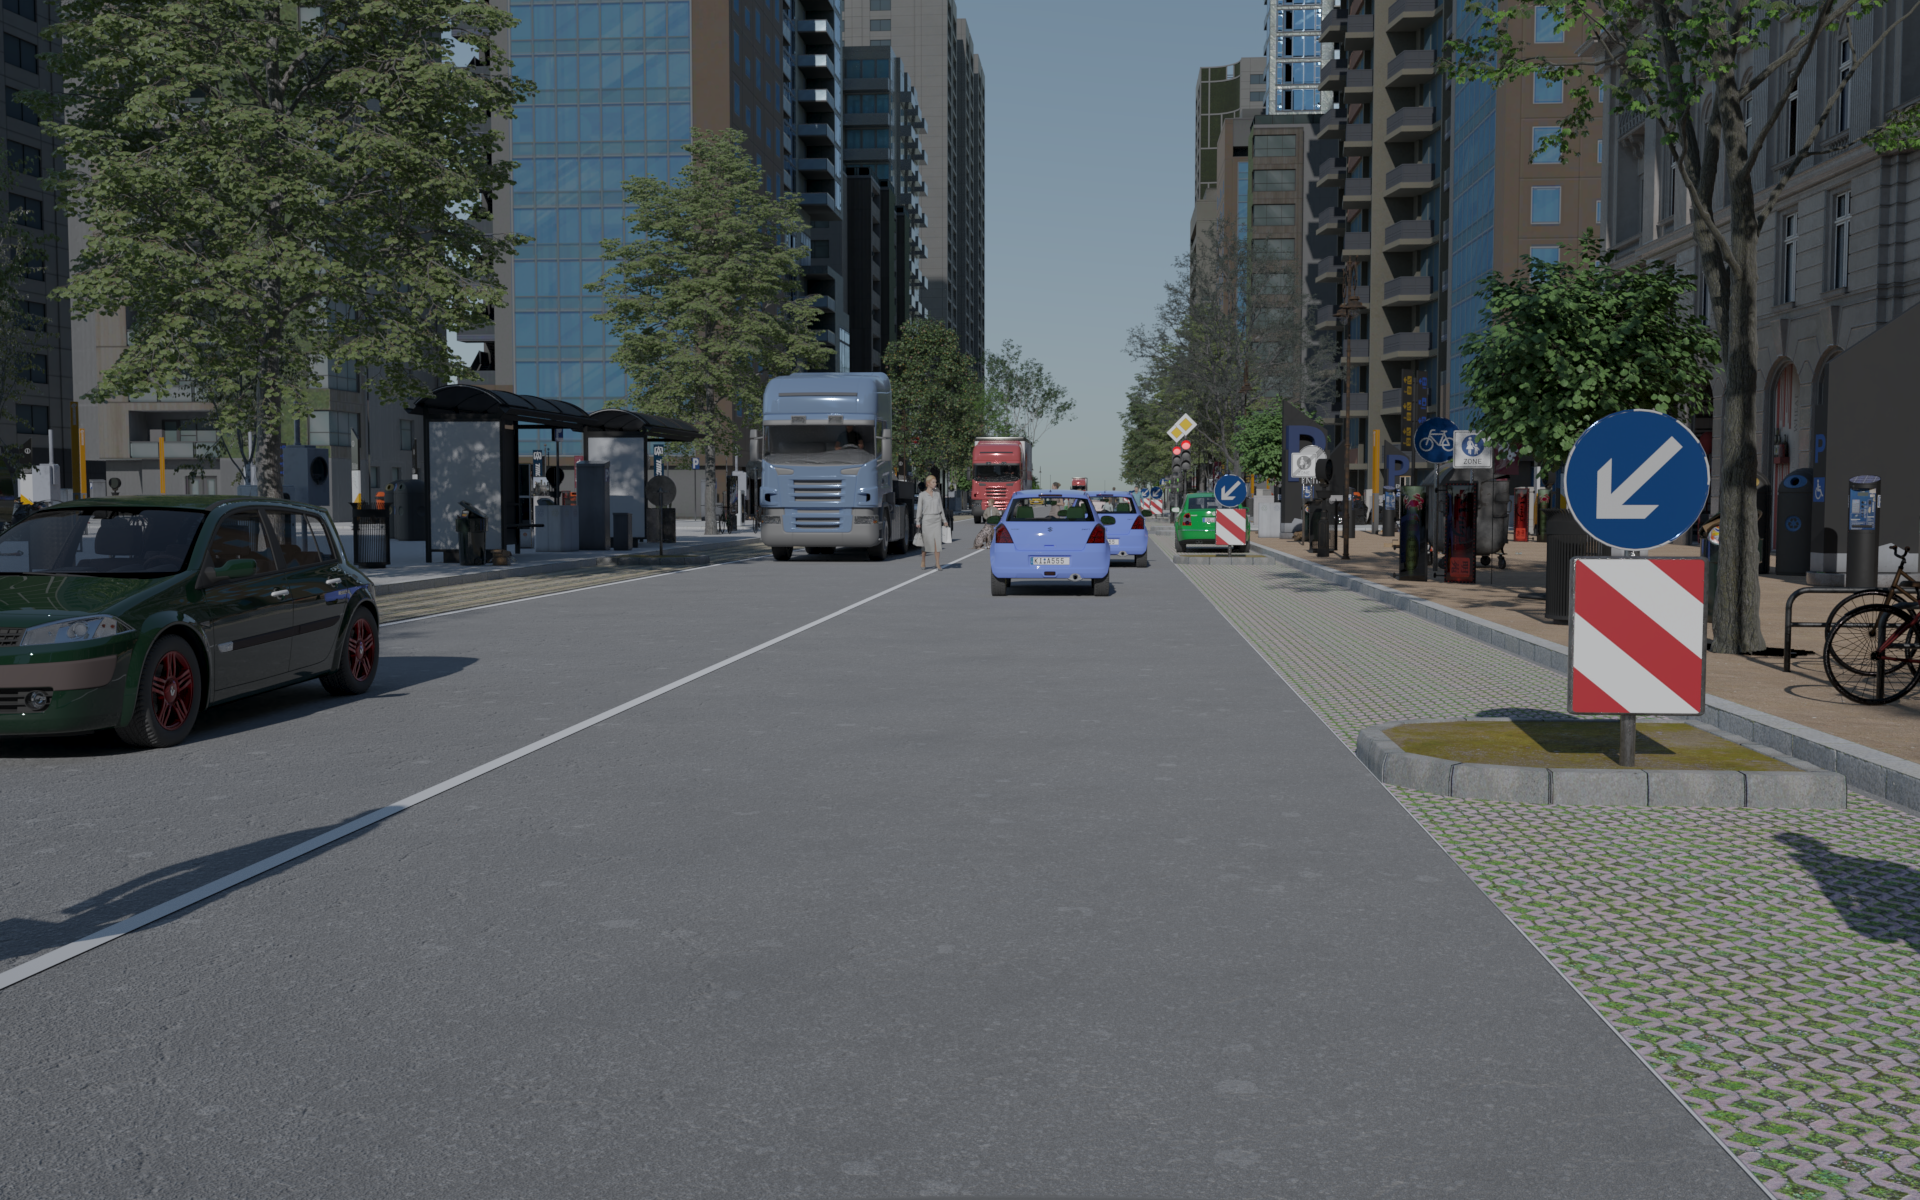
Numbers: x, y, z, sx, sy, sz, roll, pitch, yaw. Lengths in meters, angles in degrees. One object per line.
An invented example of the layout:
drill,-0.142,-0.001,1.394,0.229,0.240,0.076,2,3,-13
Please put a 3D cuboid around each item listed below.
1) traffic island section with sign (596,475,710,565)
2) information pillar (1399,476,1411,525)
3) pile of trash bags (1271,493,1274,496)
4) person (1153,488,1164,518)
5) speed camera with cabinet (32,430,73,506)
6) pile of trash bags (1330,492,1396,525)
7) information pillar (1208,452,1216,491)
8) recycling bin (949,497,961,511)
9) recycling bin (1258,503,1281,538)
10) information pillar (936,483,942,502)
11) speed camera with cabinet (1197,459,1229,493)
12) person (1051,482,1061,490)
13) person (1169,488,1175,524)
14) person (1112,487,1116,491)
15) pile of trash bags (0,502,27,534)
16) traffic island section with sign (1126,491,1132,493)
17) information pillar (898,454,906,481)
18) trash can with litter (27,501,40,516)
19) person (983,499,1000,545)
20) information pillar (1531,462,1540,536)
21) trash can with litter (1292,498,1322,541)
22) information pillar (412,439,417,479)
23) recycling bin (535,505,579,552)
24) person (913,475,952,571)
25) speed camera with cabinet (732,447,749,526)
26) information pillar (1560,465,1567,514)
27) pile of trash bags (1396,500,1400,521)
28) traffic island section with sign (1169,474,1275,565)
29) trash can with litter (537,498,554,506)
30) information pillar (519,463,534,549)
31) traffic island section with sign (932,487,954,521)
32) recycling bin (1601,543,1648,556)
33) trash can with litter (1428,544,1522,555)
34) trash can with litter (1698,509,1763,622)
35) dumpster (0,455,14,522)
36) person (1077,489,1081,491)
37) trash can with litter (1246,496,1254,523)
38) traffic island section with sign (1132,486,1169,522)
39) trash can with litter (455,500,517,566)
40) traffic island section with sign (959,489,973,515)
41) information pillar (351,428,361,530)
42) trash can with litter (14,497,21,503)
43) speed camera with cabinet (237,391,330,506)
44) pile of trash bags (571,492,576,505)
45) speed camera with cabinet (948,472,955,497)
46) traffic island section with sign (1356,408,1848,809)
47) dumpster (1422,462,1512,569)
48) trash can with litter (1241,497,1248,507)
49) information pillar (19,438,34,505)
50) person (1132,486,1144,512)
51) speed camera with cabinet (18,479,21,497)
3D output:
traffic island section with sign,-6.215,-1.643,35.496,1.989,1.847,2.006,0,4,5
information pillar,18.231,-4.066,70.977,0.304,2.012,0.304,-2,4,-30
pile of trash bags,17.378,-5.046,92.250,3.447,1.369,1.912,-3,5,-40
person,11.092,-5.380,96.639,0.728,1.800,0.709,-1,4,-18
speed camera with cabinet,-28.182,-3.651,54.035,0.660,3.252,2.038,0,4,-3
pile of trash bags,15.956,-3.797,71.840,3.447,1.369,1.912,-2,4,-24
information pillar,13.799,-6.343,95.061,0.504,3.616,0.183,-1,4,-22
recycling bin,-0.372,-7.073,128.204,0.722,1.027,0.722,3,4,38
recycling bin,9.192,-2.348,50.949,0.722,1.027,0.722,1,4,19
information pillar,-1.414,-6.859,116.644,0.304,2.012,0.304,3,5,44
speed camera with cabinet,13.205,-5.787,88.950,2.038,3.252,0.660,-1,4,-19
person,2.703,-2.528,50.172,0.374,1.781,0.599,-3,4,-36
person,10.303,-4.583,83.617,0.473,1.802,0.592,1,4,10
person,9.100,-5.795,103.028,0.659,1.850,0.755,2,4,33
pile of trash bags,-26.234,-2.308,47.484,1.912,1.369,3.447,3,5,43
traffic island section with sign,12.472,-6.687,117.952,1.989,1.847,2.006,0,4,5
information pillar,-3.378,-6.709,101.039,0.504,3.616,0.183,0,4,-7
trash can with litter,-19.864,-1.522,35.949,2.233,1.210,1.678,-3,5,-40
person,0.896,-2.199,48.725,0.475,1.303,0.640,0,4,-7
information pillar,17.580,-3.756,52.771,0.183,3.616,0.504,0,4,7
trash can with litter,9.396,-2.184,47.103,0.624,1.170,1.055,-2,4,-24
information pillar,-23.184,-5.036,73.689,0.183,3.616,0.504,-2,4,-32
recycling bin,-8.985,-1.594,38.622,0.722,1.027,0.722,1,4,19
person,-0.526,-1.451,32.582,0.694,1.780,0.624,-1,4,-9
speed camera with cabinet,-8.894,-4.596,69.484,0.660,3.252,2.038,0,4,3
information pillar,24.469,-4.796,69.774,0.504,3.616,0.183,2,4,30
pile of trash bags,20.227,-4.446,82.437,3.447,1.369,1.912,0,4,6
traffic island section with sign,5.414,-1.656,35.707,1.989,1.847,2.006,0,4,5
trash can with litter,-11.606,-2.312,49.191,0.624,1.170,1.055,-2,4,-35
information pillar,-10.192,-2.213,40.680,0.304,2.012,0.304,0,4,-1
traffic island section with sign,-1.353,-5.103,92.054,1.989,1.847,2.006,0,4,5
recycling bin,13.626,-1.408,35.571,0.722,1.027,0.722,-2,4,-25
trash can with litter,10.840,-1.589,37.043,2.233,1.210,1.678,1,4,23
trash can with litter,7.585,-0.371,17.450,0.624,1.170,1.055,0,4,-7
dumpster,-10.969,-0.930,17.706,1.502,2.255,1.985,0,4,5
person,9.293,-7.743,135.075,0.580,1.828,0.573,3,5,42
trash can with litter,12.692,-4.081,77.786,2.233,1.210,1.678,0,4,-7
traffic island section with sign,10.085,-4.982,90.088,1.989,1.847,2.006,0,4,5
trash can with litter,-8.530,-1.210,31.174,1.055,1.170,0.624,0,4,-2
traffic island section with sign,0.956,-6.747,118.948,1.989,1.847,2.006,0,4,5
information pillar,-21.333,-4.270,61.174,0.504,3.616,0.183,3,5,44
trash can with litter,-41.863,-3.992,76.654,1.055,1.170,0.624,1,4,21
speed camera with cabinet,-12.525,-2.310,32.107,0.660,3.252,2.038,1,4,14
pile of trash bags,-19.594,-4.394,81.587,3.447,1.369,1.912,-1,4,-19
speed camera with cabinet,-1.381,-8.577,134.572,2.038,3.252,0.660,-2,4,-28
traffic island section with sign,3.108,-0.014,8.851,1.989,1.847,2.006,0,4,5
dumpster,8.841,-1.496,30.218,1.264,1.857,1.865,0,4,5
trash can with litter,14.853,-4.910,91.672,0.624,1.170,1.055,-1,4,-9
information pillar,-38.738,-4.927,71.908,0.504,3.616,0.183,-1,4,-11
person,8.659,-4.647,84.499,0.660,1.820,0.620,0,4,3
speed camera with cabinet,-43.258,-5.325,81.402,0.660,3.252,2.038,1,4,16
